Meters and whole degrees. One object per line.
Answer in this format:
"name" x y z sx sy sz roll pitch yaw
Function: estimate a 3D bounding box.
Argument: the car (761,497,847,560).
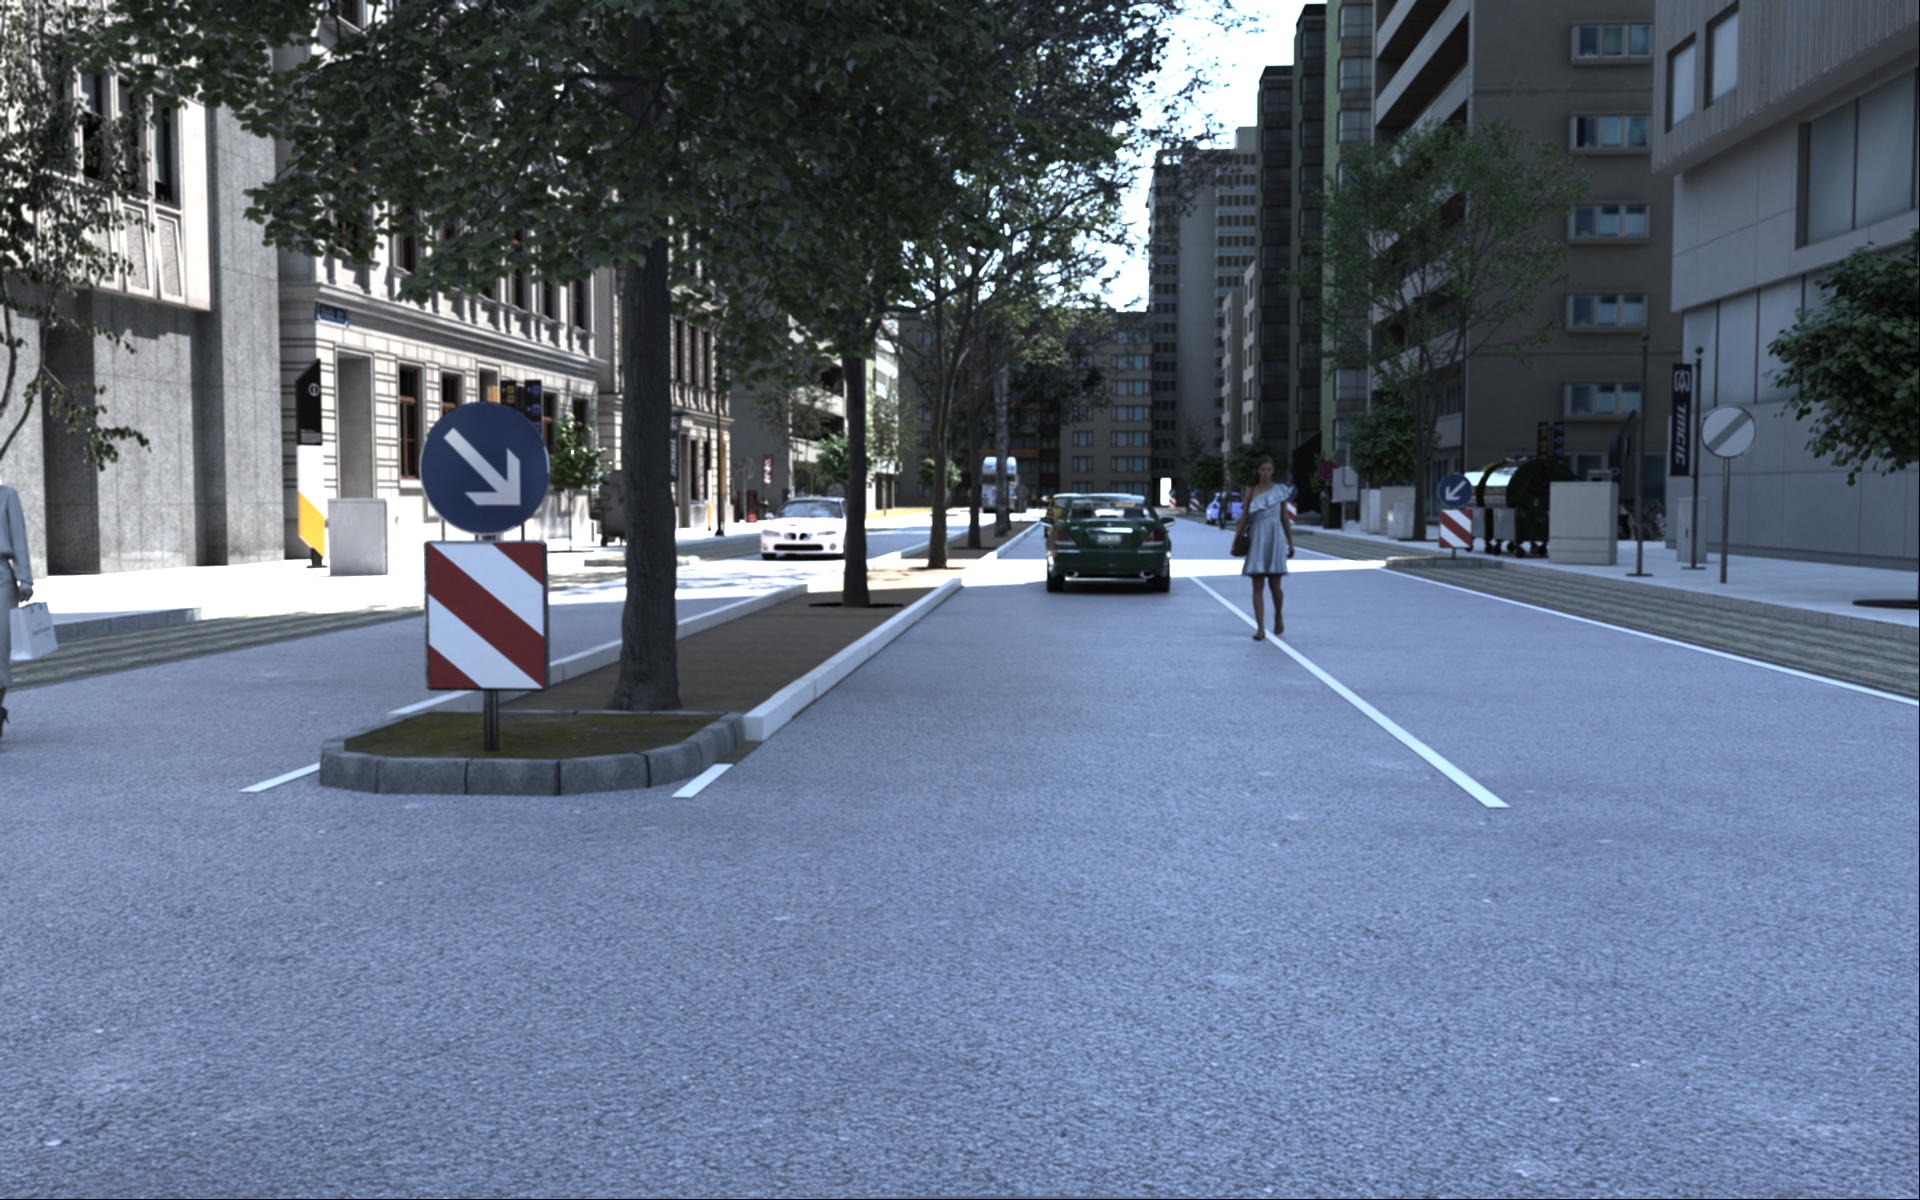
"car" -3.295 -1.647 39.293 2.083 1.381 4.827 0 4 4

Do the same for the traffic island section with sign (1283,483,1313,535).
"traffic island section with sign" 11.322 -3.199 60.928 1.989 1.847 2.006 0 4 4

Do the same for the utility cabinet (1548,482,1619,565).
"utility cabinet" 11.334 -1.395 31.483 0.318 1.500 1.173 -3 5 -42

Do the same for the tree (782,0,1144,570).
"tree" -0.321 -6.373 32.405 9.928 11.665 9.643 0 3 0

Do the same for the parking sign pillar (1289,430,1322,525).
"parking sign pillar" 14.490 -5.155 72.763 1.447 3.967 1.447 -1 4 -14

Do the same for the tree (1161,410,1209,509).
"tree" 19.479 -12.083 147.923 4.360 8.622 3.978 0 3 0

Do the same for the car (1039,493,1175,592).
"car" 2.274 -0.915 26.754 2.131 1.459 4.920 0 4 4

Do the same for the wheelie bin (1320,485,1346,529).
"wheelie bin" 13.630 -3.400 63.490 0.980 1.594 0.693 -1 4 -17

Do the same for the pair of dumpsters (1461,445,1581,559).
"pair of dumpsters" 11.697 -2.072 36.368 1.574 2.255 4.437 0 4 4

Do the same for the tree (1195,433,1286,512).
"tree" 15.619 -6.642 92.314 4.285 4.588 4.351 0 3 0

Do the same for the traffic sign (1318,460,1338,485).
"traffic sign" 13.913 -4.002 65.534 0.768 2.556 0.104 0 4 6

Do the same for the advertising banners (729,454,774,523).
"advertising banners" -9.198 -4.898 76.266 2.074 3.025 0.090 0 4 2

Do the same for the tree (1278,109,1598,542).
"tree" 12.640 -7.395 46.671 9.928 11.665 9.643 0 3 0

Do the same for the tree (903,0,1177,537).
"tree" 0.209 -12.182 57.529 12.611 20.169 13.585 0 3 0

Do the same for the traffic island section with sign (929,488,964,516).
"traffic island section with sign" -0.957 -6.296 111.562 1.989 1.847 2.006 0 4 4

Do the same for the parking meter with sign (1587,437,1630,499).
"parking meter with sign" 19.806 -3.515 53.735 1.738 3.016 0.543 1 4 17

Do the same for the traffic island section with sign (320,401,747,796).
"traffic island section with sign" -2.293 -0.064 9.178 2.006 1.907 1.989 0 4 4

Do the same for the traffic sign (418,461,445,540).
"traffic sign" -8.869 -1.815 29.686 0.884 2.594 0.081 1 4 9

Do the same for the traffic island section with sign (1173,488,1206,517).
"traffic island section with sign" 14.773 -6.226 110.429 1.989 1.847 2.006 0 4 4

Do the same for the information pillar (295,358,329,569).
"information pillar" -11.129 -2.344 29.687 0.183 3.616 0.504 2 4 30

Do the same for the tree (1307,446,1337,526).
"tree" 14.592 -4.605 69.897 1.663 3.219 1.824 0 3 0

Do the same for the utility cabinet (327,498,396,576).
"utility cabinet" -9.427 -0.988 27.319 1.020 1.237 0.306 1 4 12

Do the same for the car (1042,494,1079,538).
"car" 3.706 -2.901 57.663 2.015 1.641 3.980 0 4 5

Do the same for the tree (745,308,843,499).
"tree" -6.562 -7.186 67.854 4.360 8.622 3.978 0 3 0

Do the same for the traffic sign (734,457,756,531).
"traffic sign" -7.371 -3.629 59.433 0.768 2.556 0.104 0 4 8

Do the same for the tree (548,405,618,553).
"tree" -8.558 -2.639 37.752 1.663 3.219 1.824 0 3 0

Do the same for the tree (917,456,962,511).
"tree" -1.467 -10.175 150.082 4.285 4.588 4.351 0 3 0

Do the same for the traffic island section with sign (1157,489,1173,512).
"traffic island section with sign" 16.649 -7.871 137.319 1.989 1.847 2.006 0 4 4

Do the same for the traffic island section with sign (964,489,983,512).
"traffic island section with sign" 0.960 -7.975 139.019 1.989 1.847 2.006 0 4 4

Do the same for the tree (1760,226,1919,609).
"tree" 11.037 -2.207 19.796 4.285 4.588 4.351 0 3 0

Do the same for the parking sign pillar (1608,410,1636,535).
"parking sign pillar" 21.094 -4.082 55.219 1.447 3.967 1.447 3 5 40

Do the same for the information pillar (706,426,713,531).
"information pillar" -8.647 -4.182 59.733 0.183 3.616 0.504 0 4 -3

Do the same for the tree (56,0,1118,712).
"tree" -2.151 -5.565 11.576 7.486 12.596 7.792 0 3 0

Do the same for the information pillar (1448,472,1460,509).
"information pillar" 16.476 -3.262 57.825 0.304 2.012 0.304 2 4 30

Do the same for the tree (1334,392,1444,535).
"tree" 13.684 -4.376 55.269 4.285 4.588 4.351 0 3 0

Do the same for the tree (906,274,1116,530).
"tree" 1.918 -8.015 67.914 8.767 10.594 7.601 0 4 4

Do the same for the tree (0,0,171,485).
"tree" -10.468 -4.171 18.553 4.360 8.622 3.978 0 3 0

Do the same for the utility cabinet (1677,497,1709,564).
"utility cabinet" 13.702 -1.301 32.430 0.306 1.237 1.020 1 4 8

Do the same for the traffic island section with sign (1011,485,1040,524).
"traffic island section with sign" 2.920 -4.648 84.136 2.006 1.907 1.989 0 4 4

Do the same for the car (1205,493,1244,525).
"car" 12.449 -4.364 80.936 1.945 1.707 3.694 0 4 3

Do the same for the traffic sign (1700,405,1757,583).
"traffic sign" 10.989 -1.513 24.851 0.768 2.556 0.104 1 4 10

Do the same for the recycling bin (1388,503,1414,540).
"recycling bin" 12.590 -2.241 49.199 0.722 1.027 0.722 0 4 0

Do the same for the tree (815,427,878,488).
"tree" -5.612 -6.176 84.685 4.285 4.588 4.351 0 3 0

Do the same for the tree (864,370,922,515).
"tree" -4.429 -9.390 103.894 4.737 8.622 4.395 0 3 0

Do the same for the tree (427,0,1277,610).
"tree" -1.292 -6.637 21.340 12.009 13.543 11.850 0 3 0

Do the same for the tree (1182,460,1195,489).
"tree" 18.030 -8.746 126.713 4.285 4.588 4.351 0 3 0

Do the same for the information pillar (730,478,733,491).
"information pillar" -10.672 -4.625 80.106 0.304 2.012 0.304 -1 4 -16

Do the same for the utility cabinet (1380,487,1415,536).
"utility cabinet" 13.372 -2.684 52.560 1.173 1.500 0.318 2 4 32
